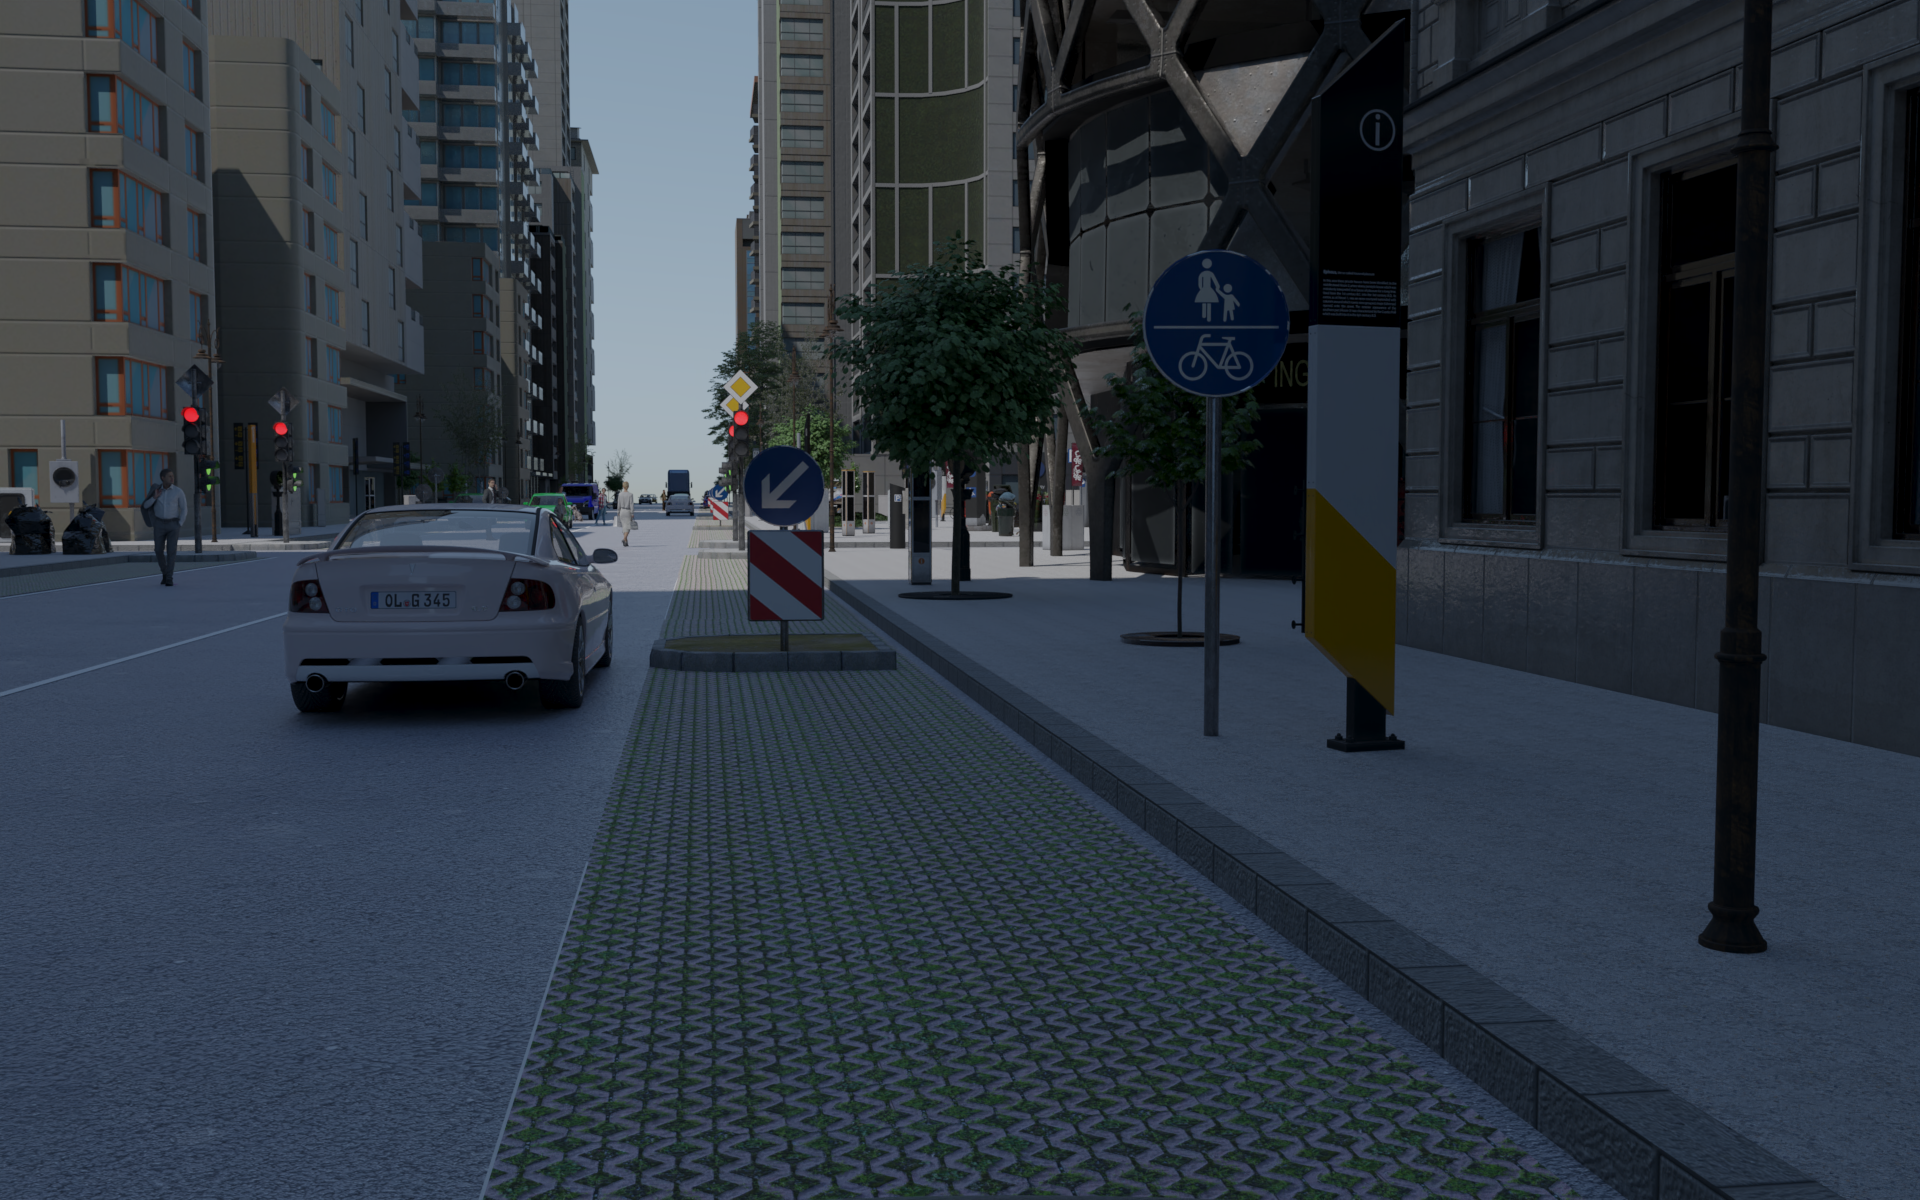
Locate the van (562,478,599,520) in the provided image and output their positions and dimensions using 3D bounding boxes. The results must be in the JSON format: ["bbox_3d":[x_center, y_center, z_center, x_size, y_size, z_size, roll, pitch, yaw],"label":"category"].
[{"bbox_3d":[-21.387,-5.678,97.227,2.240,2.365,5.245,0,4,-7],"label":"van"}]

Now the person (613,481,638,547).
[{"bbox_3d":[-9.127,-2.341,47.126,0.694,1.780,0.624,2,4,30],"label":"person"}]

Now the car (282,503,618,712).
[{"bbox_3d":[-3.628,-0.030,12.845,2.083,1.381,4.827,0,4,-7],"label":"car"}]

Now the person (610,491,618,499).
[{"bbox_3d":[-36.928,-10.835,185.784,0.705,1.807,1.348,3,5,42],"label":"person"}]

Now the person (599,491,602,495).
[{"bbox_3d":[-38.592,-10.853,186.043,1.348,1.812,0.705,0,4,6],"label":"person"}]

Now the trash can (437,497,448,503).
[{"bbox_3d":[-29.220,-5.259,97.642,0.748,1.137,0.748,0,3,0],"label":"trash can"}]

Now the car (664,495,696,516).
[{"bbox_3d":[-18.560,-6.265,114.787,2.083,1.381,4.827,-1,4,-9],"label":"car"}]

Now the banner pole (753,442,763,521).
[{"bbox_3d":[-9.652,-5.689,83.029,0.401,3.779,0.863,3,4,37],"label":"banner pole"}]

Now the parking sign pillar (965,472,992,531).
[{"bbox_3d":[0.543,-4.384,60.157,1.447,3.967,1.447,1,4,14],"label":"parking sign pillar"}]

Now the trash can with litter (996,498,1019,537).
[{"bbox_3d":[1.630,-2.512,52.459,1.055,1.170,0.624,0,4,-4],"label":"trash can with litter"}]

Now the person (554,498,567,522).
[{"bbox_3d":[-14.044,-2.943,60.893,0.640,1.303,0.475,3,5,41],"label":"person"}]

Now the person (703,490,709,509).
[{"bbox_3d":[-24.366,-9.683,166.827,0.705,1.822,1.348,3,4,37],"label":"person"}]

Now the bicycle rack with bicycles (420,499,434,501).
[{"bbox_3d":[-36.244,-6.380,117.702,2.852,0.926,2.925,-1,4,-23],"label":"bicycle rack with bicycles"}]

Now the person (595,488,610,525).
[{"bbox_3d":[-16.488,-4.313,79.850,0.643,1.720,0.563,2,4,30],"label":"person"}]

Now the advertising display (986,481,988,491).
[{"bbox_3d":[1.232,-4.769,83.184,0.123,1.923,0.974,0,4,8],"label":"advertising display"}]

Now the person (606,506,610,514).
[{"bbox_3d":[-24.330,-6.340,117.656,1.012,1.151,0.738,0,4,1],"label":"person"}]

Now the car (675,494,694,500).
[{"bbox_3d":[-24.515,-8.605,152.487,2.131,1.459,4.920,0,4,-7],"label":"car"}]

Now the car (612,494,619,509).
[{"bbox_3d":[-31.921,-9.428,163.929,2.009,1.686,4.222,0,4,-7],"label":"car"}]

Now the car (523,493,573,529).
[{"bbox_3d":[-16.955,-3.830,71.417,1.959,1.807,4.718,-1,4,-10],"label":"car"}]

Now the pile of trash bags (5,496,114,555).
[{"bbox_3d":[-20.034,-1.681,37.230,3.447,1.369,1.912,0,4,-4],"label":"pile of trash bags"}]

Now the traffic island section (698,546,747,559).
[{"bbox_3d":[-4.926,-1.040,39.293,2.009,0.180,2.903,-1,4,-8],"label":"traffic island section"}]

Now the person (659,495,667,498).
[{"bbox_3d":[-41.438,-14.285,242.189,1.348,1.807,0.705,2,4,26],"label":"person"}]

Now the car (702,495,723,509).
[{"bbox_3d":[-22.501,-8.860,157.439,1.945,1.354,3.894,0,4,-8],"label":"car"}]

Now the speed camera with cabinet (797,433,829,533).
[{"bbox_3d":[-5.076,-3.826,56.895,0.660,3.252,2.038,2,4,27],"label":"speed camera with cabinet"}]

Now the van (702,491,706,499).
[{"bbox_3d":[-32.400,-13.280,224.133,2.013,2.044,4.112,-1,4,-8],"label":"van"}]

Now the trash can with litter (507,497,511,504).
[{"bbox_3d":[-31.032,-6.610,119.462,1.055,1.170,0.624,0,4,8],"label":"trash can with litter"}]

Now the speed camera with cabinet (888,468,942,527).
[{"bbox_3d":[-1.739,-4.416,66.545,2.038,3.252,0.660,1,4,20],"label":"speed camera with cabinet"}]

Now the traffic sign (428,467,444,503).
[{"bbox_3d":[-24.926,-5.033,82.397,0.768,2.556,0.104,0,4,-7],"label":"traffic sign"}]

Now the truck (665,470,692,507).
[{"bbox_3d":[-29.968,-11.888,184.132,2.967,4.110,18.799,-1,4,-9],"label":"truck"}]

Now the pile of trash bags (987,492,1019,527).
[{"bbox_3d":[1.888,-3.480,66.648,1.912,1.369,3.447,2,4,23],"label":"pile of trash bags"}]

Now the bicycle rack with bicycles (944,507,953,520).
[{"bbox_3d":[0.654,-4.503,87.009,2.925,0.926,2.852,-3,4,-38],"label":"bicycle rack with bicycles"}]

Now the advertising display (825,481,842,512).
[{"bbox_3d":[-6.139,-4.827,84.136,0.974,1.923,0.123,1,4,14],"label":"advertising display"}]

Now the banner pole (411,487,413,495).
[{"bbox_3d":[-36.394,-7.613,114.493,0.863,3.779,0.401,1,4,23],"label":"banner pole"}]

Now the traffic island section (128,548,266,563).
[{"bbox_3d":[-16.543,-0.936,37.586,2.009,0.180,2.903,-1,4,-8],"label":"traffic island section"}]

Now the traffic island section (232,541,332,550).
[{"bbox_3d":[-17.711,-1.419,45.485,2.009,0.180,2.903,-1,4,-8],"label":"traffic island section"}]

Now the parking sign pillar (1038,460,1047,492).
[{"bbox_3d":[4.357,-6.828,100.111,1.447,3.967,1.447,-1,4,-9],"label":"parking sign pillar"}]

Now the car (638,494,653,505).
[{"bbox_3d":[-43.428,-14.021,239.035,2.009,1.686,4.222,0,4,-7],"label":"car"}]

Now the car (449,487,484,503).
[{"bbox_3d":[-22.600,-4.375,80.329,1.959,1.807,4.718,0,4,-8],"label":"car"}]

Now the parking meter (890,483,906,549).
[{"bbox_3d":[-1.464,-1.971,40.629,0.372,1.533,0.369,0,3,0],"label":"parking meter"}]

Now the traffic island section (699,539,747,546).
[{"bbox_3d":[-6.095,-1.524,47.192,2.009,0.180,2.903,-1,4,-8],"label":"traffic island section"}]

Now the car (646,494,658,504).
[{"bbox_3d":[-47.070,-15.532,264.174,2.015,1.641,3.980,0,4,-7],"label":"car"}]

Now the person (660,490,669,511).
[{"bbox_3d":[-25.295,-8.535,148.135,0.705,1.812,1.348,1,4,23],"label":"person"}]

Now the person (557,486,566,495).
[{"bbox_3d":[-17.981,-4.236,77.856,0.616,1.811,0.778,-2,4,-24],"label":"person"}]

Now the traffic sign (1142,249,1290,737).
[{"bbox_3d":[1.335,-0.551,9.123,0.768,2.556,0.104,0,4,0],"label":"traffic sign"}]

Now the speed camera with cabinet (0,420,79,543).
[{"bbox_3d":[-24.414,-3.143,45.723,2.038,3.252,0.660,-2,4,-25],"label":"speed camera with cabinet"}]
